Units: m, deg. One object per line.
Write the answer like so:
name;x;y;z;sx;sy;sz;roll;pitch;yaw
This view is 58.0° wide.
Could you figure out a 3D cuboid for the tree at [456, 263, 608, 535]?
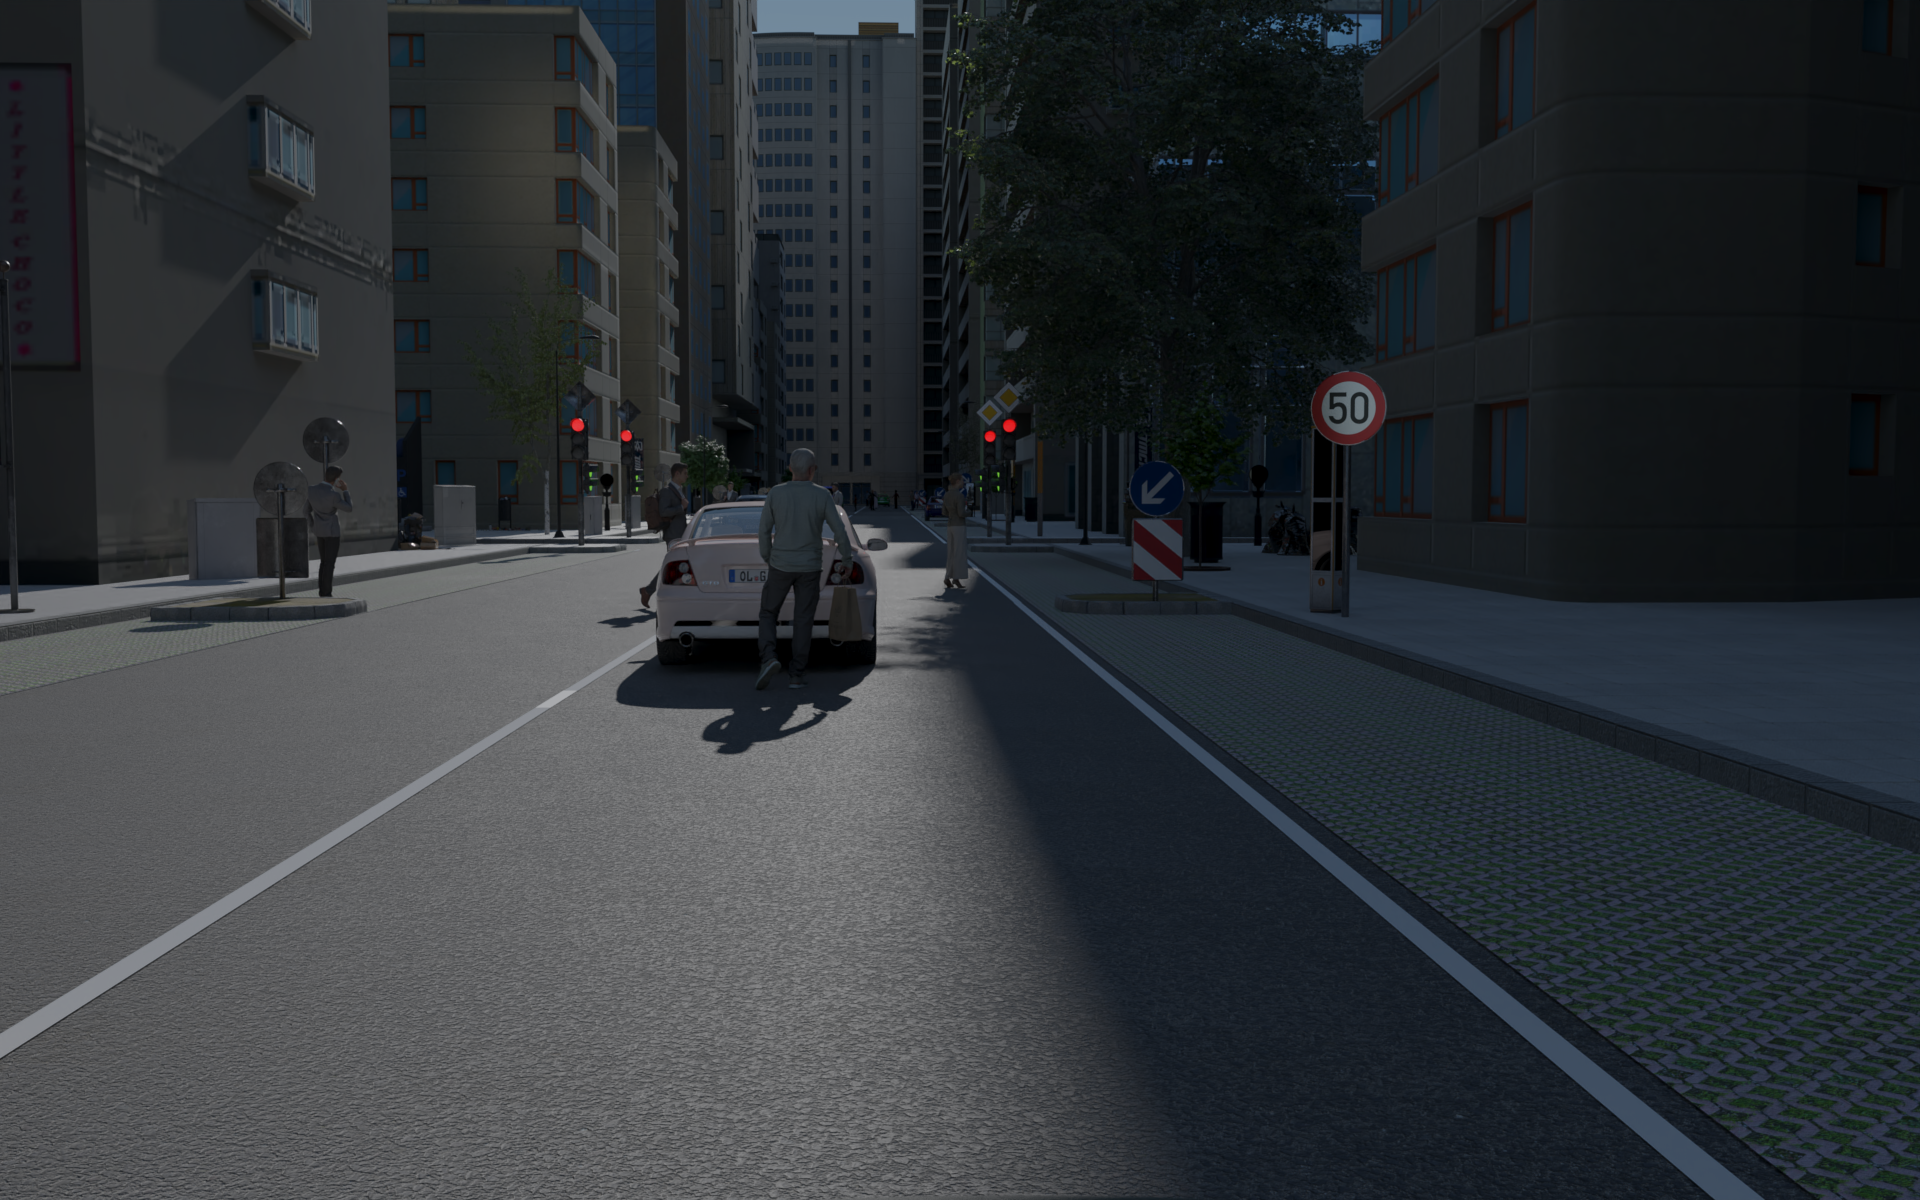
tree;-13.298;-6.372;54.543;4.737;8.622;4.395;0;3;0

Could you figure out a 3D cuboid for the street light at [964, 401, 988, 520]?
street light;0.886;-6.978;86.630;1.470;5.913;1.316;0;4;-2

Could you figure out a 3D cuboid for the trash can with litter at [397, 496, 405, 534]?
trash can with litter;-18.283;-2.747;55.978;1.678;1.210;2.233;-1;4;-20

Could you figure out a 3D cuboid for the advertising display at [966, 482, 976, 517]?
advertising display;0.595;-5.569;96.264;0.123;1.923;0.974;-2;4;-28

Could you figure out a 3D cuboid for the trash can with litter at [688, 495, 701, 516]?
trash can with litter;-15.595;-5.469;100.483;2.233;1.210;1.678;0;4;-1

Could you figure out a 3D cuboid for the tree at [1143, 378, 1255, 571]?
tree;4.170;-2.108;29.062;1.663;3.219;1.824;0;3;0

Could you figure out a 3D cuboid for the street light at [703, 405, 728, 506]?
street light;-12.817;-7.216;90.515;1.470;5.913;1.316;0;4;-2

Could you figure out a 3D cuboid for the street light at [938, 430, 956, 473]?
street light;-0.885;-9.395;126.149;1.470;5.913;1.316;0;4;-2

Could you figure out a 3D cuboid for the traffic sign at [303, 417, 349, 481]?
traffic sign;-10.503;-1.749;28.704;0.768;2.556;0.104;0;4;-1

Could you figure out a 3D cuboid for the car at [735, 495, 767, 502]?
car;-6.360;-2.594;54.410;2.014;1.417;4.499;0;4;-3

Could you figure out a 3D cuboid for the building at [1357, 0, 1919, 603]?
building;21.154;-10.387;14.873;27.650;21.520;28.899;0;4;-2

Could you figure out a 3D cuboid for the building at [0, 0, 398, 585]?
building;-22.800;-24.654;26.800;21.600;48.544;21.300;0;4;-2

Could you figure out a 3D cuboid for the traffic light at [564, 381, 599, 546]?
traffic light;-9.402;-3.306;42.973;0.839;4.253;0.868;0;4;-2

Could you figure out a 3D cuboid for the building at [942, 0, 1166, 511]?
building;9.273;-33.207;166.635;21.300;48.544;21.600;0;4;-2

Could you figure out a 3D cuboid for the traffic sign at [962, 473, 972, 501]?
traffic sign;0.339;-6.357;104.034;0.768;2.556;0.104;0;4;-2

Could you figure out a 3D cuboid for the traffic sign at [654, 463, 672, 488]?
traffic sign;-12.367;-4.404;72.109;0.768;2.556;0.104;0;4;-1

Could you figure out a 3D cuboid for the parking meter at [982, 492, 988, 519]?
parking meter;1.323;-4.983;89.875;0.372;1.533;0.369;0;3;0

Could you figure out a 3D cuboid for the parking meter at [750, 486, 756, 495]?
parking meter;-14.595;-7.113;122.004;0.399;1.863;0.255;2;4;26

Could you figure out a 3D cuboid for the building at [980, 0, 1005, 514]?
building;8.283;-26.465;116.294;14.154;41.232;14.086;0;4;-2

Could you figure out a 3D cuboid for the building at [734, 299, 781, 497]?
building;-32.089;-19.710;167.301;27.650;21.520;28.899;0;4;-2

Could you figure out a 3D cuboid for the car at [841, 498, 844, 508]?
car;-11.242;-8.865;153.734;1.959;1.807;4.718;0;4;-4

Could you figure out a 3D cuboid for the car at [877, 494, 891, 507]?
car;-8.857;-11.501;196.841;1.959;1.807;4.718;0;4;-2

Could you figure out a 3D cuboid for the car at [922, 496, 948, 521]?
car;-1.034;-4.895;92.616;1.945;1.354;3.894;0;4;-2

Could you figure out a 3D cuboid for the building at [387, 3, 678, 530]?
building;-27.883;-14.092;75.448;27.650;21.520;28.899;0;4;-2

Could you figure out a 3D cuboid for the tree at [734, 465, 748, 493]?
tree;-14.915;-7.297;113.899;1.663;3.219;1.824;0;3;0

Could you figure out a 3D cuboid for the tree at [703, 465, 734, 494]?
tree;-14.649;-6.681;103.827;1.663;3.219;1.824;0;3;0

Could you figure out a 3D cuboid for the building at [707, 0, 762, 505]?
building;-30.315;-33.579;138.254;28.713;52.752;27.495;0;4;-2

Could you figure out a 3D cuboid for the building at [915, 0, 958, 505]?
building;4.650;-47.841;220.457;20.611;71.187;20.563;0;4;-2

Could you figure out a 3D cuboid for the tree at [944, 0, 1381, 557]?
tree;4.359;-7.861;35.190;9.857;13.997;8.962;0;3;0

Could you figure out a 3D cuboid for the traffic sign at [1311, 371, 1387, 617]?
traffic sign;4.019;-1.093;17.984;0.768;2.556;0.104;0;4;7

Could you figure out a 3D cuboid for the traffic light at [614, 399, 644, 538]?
traffic light;-9.743;-3.794;50.951;0.839;4.253;0.868;0;4;-2

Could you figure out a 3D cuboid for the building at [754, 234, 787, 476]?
building;-26.538;-25.786;193.297;14.107;30.474;14.160;0;4;-2

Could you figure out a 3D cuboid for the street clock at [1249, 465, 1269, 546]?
street clock;7.373;-2.339;42.821;0.471;2.002;0.358;0;4;5

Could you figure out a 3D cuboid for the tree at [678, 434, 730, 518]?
tree;-13.980;-6.737;93.861;4.285;4.588;4.351;0;3;0

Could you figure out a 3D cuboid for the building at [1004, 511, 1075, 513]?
building;10.897;-31.891;145.125;21.300;48.544;21.600;0;4;-2

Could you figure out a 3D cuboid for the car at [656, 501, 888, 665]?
car;-1.698;-0.220;15.961;2.083;1.381;4.827;0;4;-3

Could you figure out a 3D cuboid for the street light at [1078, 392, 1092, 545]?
street light;2.623;-4.339;43.489;1.470;5.913;1.316;0;4;-2

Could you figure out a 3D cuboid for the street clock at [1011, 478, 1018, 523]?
street clock;2.351;-4.476;77.757;0.471;2.002;0.358;1;4;13

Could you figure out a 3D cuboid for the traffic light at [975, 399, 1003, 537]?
traffic light;0.857;-3.823;51.419;0.839;4.253;0.868;0;4;-2

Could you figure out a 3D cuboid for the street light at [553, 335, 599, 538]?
street light;-11.248;-4.785;50.778;1.470;5.913;1.316;0;4;-2

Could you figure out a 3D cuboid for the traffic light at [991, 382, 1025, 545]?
traffic light;1.199;-3.335;43.441;0.839;4.253;0.868;0;4;-2

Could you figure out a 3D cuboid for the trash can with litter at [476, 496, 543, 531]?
trash can with litter;-15.715;-3.038;60.734;2.233;1.210;1.678;2;4;24

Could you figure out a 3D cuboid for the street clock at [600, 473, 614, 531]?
street clock;-12.346;-3.425;60.563;0.471;2.002;0.358;-1;4;-18

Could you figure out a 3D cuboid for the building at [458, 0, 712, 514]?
building;-24.220;-28.428;114.903;14.600;45.320;14.200;0;4;-2

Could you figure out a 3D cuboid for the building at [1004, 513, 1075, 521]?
building;13.698;-28.549;90.484;21.300;48.544;21.600;0;4;-2

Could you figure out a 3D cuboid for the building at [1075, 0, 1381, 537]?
building;19.833;-45.729;60.335;31.000;86.520;22.319;0;4;-2

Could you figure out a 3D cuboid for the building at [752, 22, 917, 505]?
building;-19.746;-41.467;219.979;28.212;58.520;21.231;0;4;-2

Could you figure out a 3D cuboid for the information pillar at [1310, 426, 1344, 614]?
information pillar;3.994;-0.869;18.707;0.304;2.012;0.304;-3;5;-45
